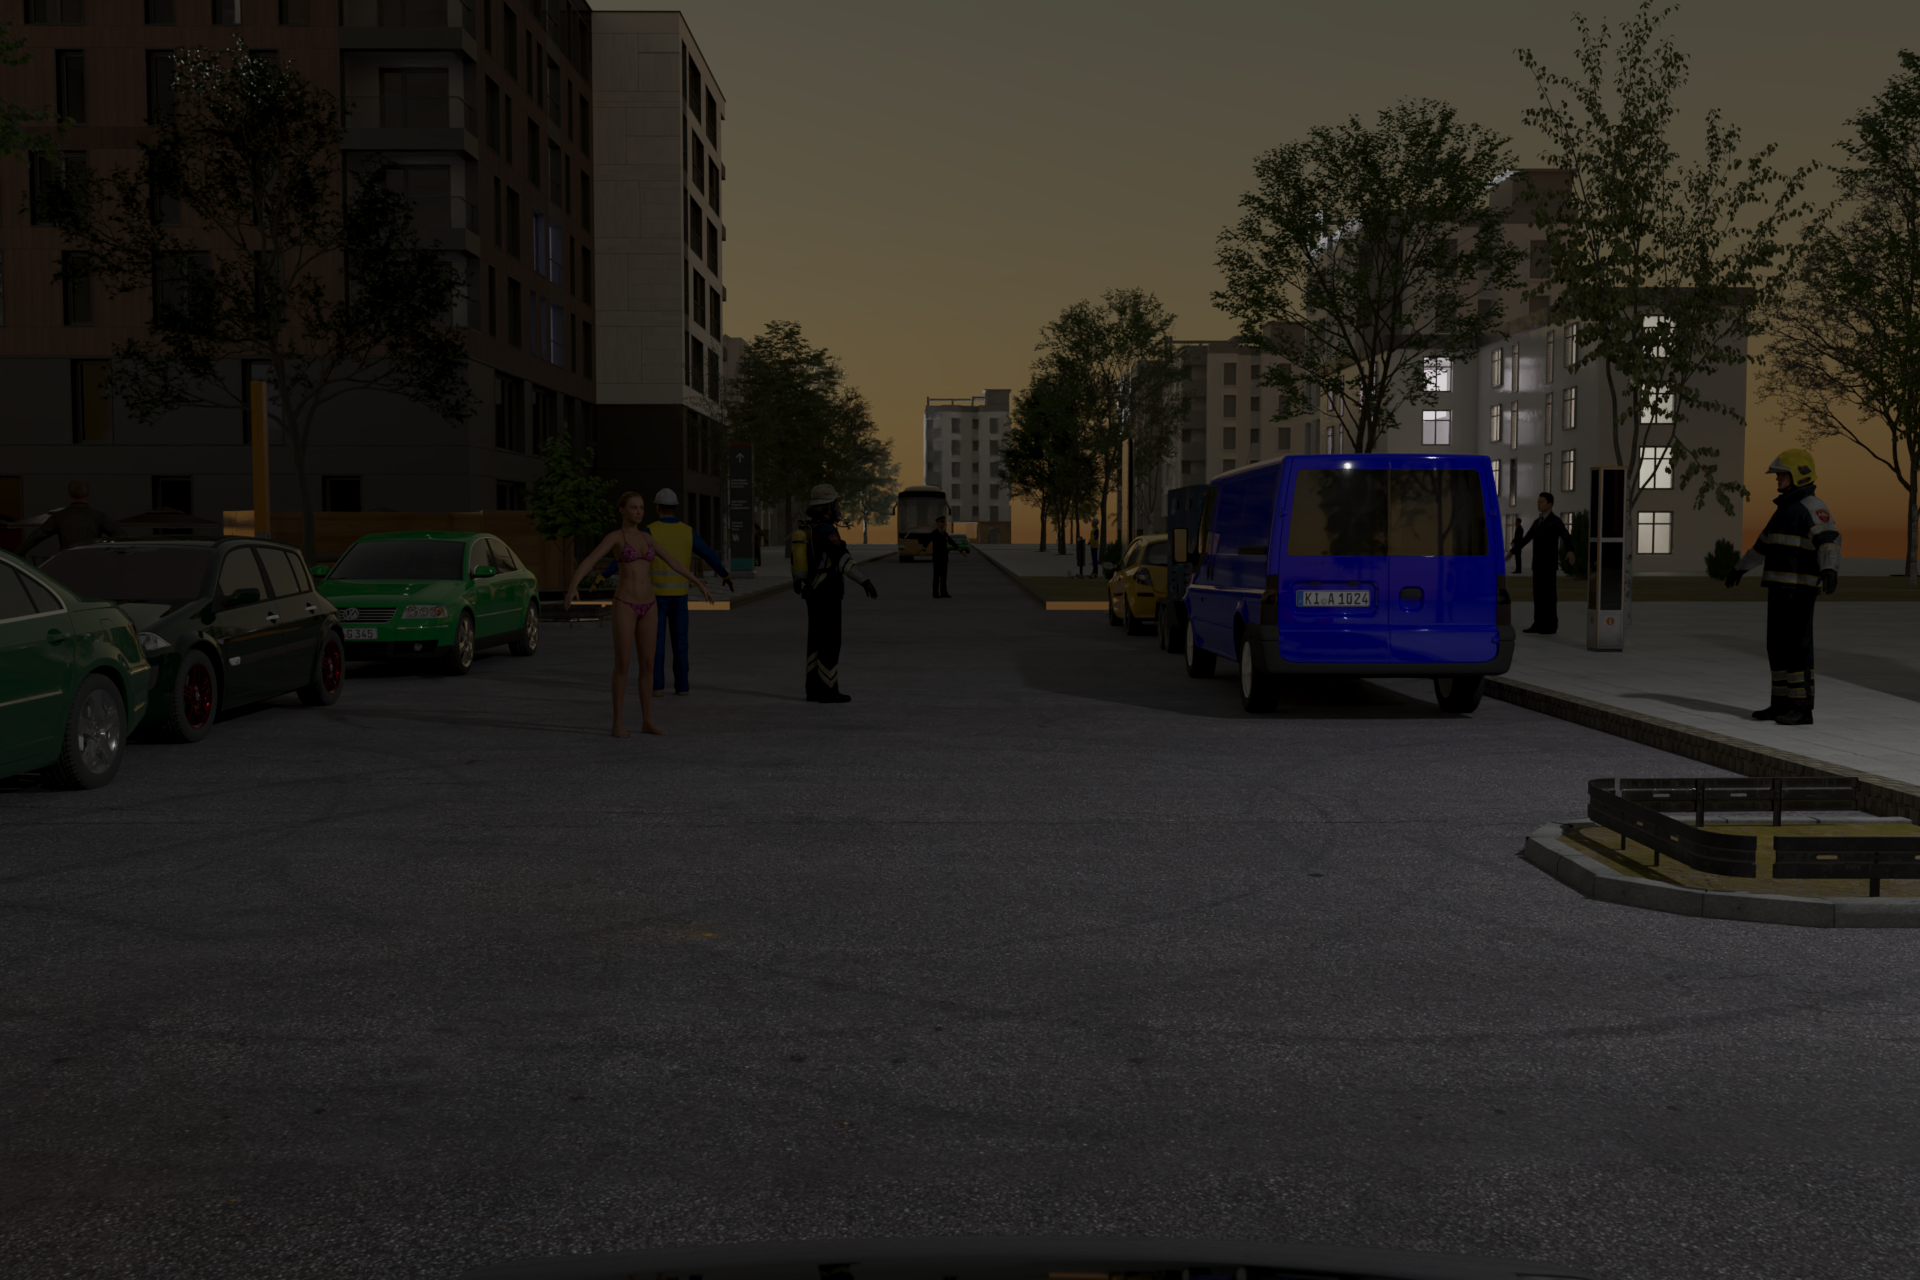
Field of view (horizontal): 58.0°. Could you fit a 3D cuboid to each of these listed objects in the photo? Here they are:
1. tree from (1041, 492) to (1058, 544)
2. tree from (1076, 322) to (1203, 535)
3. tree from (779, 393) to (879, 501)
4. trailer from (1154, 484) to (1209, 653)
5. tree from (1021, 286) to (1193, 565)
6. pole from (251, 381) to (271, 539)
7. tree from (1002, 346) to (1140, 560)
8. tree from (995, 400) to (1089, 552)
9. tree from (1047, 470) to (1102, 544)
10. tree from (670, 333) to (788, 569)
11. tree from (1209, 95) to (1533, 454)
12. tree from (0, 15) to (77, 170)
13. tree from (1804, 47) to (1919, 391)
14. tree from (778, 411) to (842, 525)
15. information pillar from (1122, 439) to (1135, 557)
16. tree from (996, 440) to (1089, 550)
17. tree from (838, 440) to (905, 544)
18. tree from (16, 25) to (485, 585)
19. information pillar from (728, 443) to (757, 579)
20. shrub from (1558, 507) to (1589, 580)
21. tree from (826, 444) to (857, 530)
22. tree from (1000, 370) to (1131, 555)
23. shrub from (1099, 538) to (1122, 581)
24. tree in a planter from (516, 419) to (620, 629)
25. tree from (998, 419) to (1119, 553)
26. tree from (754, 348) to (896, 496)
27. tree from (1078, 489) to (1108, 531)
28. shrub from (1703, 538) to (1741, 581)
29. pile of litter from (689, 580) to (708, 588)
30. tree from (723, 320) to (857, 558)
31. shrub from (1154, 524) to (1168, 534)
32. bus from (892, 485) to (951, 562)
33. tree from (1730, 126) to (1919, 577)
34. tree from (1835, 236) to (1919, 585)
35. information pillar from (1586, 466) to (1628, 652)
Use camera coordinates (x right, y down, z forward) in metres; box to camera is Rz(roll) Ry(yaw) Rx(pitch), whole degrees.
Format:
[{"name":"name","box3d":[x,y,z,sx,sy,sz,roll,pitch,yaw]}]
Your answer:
[{"name":"tree","box3d":[12.665,-17.120,230.281,4.737,8.622,4.395,0,3,0]},{"name":"tree","box3d":[6.755,-6.707,60.020,4.360,8.622,3.978,0,3,0]},{"name":"tree","box3d":[-9.750,-12.320,127.194,9.928,11.665,9.643,0,3,0]},{"name":"trailer","box3d":[3.187,-0.906,21.870,1.471,1.999,3.904,0,4,0]},{"name":"tree","box3d":[6.128,-8.975,72.499,9.928,11.665,9.643,0,3,0]},{"name":"pole","box3d":[-9.369,-1.798,23.239,0.158,3.312,0.155,0,3,0]},{"name":"tree","box3d":[5.636,-9.308,86.606,7.601,10.594,8.767,-1,4,-9]},{"name":"tree","box3d":[5.987,-12.107,123.708,9.928,11.665,9.643,0,3,0]},{"name":"tree","box3d":[14.843,-18.676,223.479,7.486,12.596,7.792,0,3,0]},{"name":"tree","box3d":[-8.980,-6.968,64.296,4.360,8.622,3.978,0,3,0]},{"name":"tree","box3d":[9.711,-7.076,41.455,9.928,11.665,9.643,0,3,0]},{"name":"tree","box3d":[-11.559,-5.428,14.502,9.928,11.665,9.643,0,3,0]},{"name":"tree","box3d":[20.758,-6.611,33.839,9.928,11.665,9.643,0,3,0]},{"name":"tree","box3d":[-8.935,-9.158,100.092,4.360,8.622,3.978,0,3,0]},{"name":"information pillar","box3d":[4.215,-3.188,43.437,0.184,3.620,1.656,0,4,1]},{"name":"tree","box3d":[6.467,-12.260,134.862,8.767,10.594,7.601,1,4,21]},{"name":"tree","box3d":[-12.327,-19.635,227.683,9.857,13.997,8.962,0,3,0]},{"name":"tree","box3d":[-12.370,-5.983,32.230,7.601,10.594,8.767,1,4,22]},{"name":"information pillar","box3d":[-6.257,-3.693,49.764,0.750,3.857,0.750,0,4,0]},{"name":"shrub","box3d":[17.461,-2.688,48.376,1.690,2.028,1.600,0,3,0]},{"name":"tree","box3d":[-9.614,-11.254,134.365,4.737,8.622,4.395,0,3,0]},{"name":"tree","box3d":[6.476,-11.023,105.989,9.928,11.665,9.643,0,3,0]},{"name":"shrub","box3d":[4.234,-2.160,46.429,1.383,1.207,1.383,0,3,0]},{"name":"tree in a planter","box3d":[-6.217,-1.830,27.139,1.991,3.239,1.994,0,3,0]},{"name":"tree","box3d":[6.680,-11.041,114.926,8.767,10.594,7.601,0,4,3]},{"name":"tree","box3d":[-9.323,-12.433,113.642,12.009,13.543,11.850,0,3,0]},{"name":"tree","box3d":[17.576,-17.121,230.295,4.737,8.622,4.395,0,3,0]},{"name":"shrub","box3d":[21.027,-2.241,47.760,1.383,1.207,1.383,0,3,0]},{"name":"pile of litter","box3d":[-6.718,-1.722,42.112,1.176,0.858,1.719,0,4,-1]},{"name":"tree","box3d":[-9.579,-10.671,92.593,7.486,12.596,7.792,0,3,0]},{"name":"shrub","box3d":[6.462,-2.798,49.781,1.661,2.075,1.752,0,3,0]},{"name":"bus","box3d":[-1.942,-6.098,91.241,2.896,3.916,12.252,0,4,-1]},{"name":"tree","box3d":[28.617,-8.657,51.909,12.009,13.543,11.850,0,3,0]},{"name":"tree","box3d":[24.033,-5.661,42.920,4.737,8.622,4.395,0,3,0]},{"name":"information pillar","box3d":[7.051,-0.880,18.883,0.304,2.012,0.304,0,4,-1]}]
